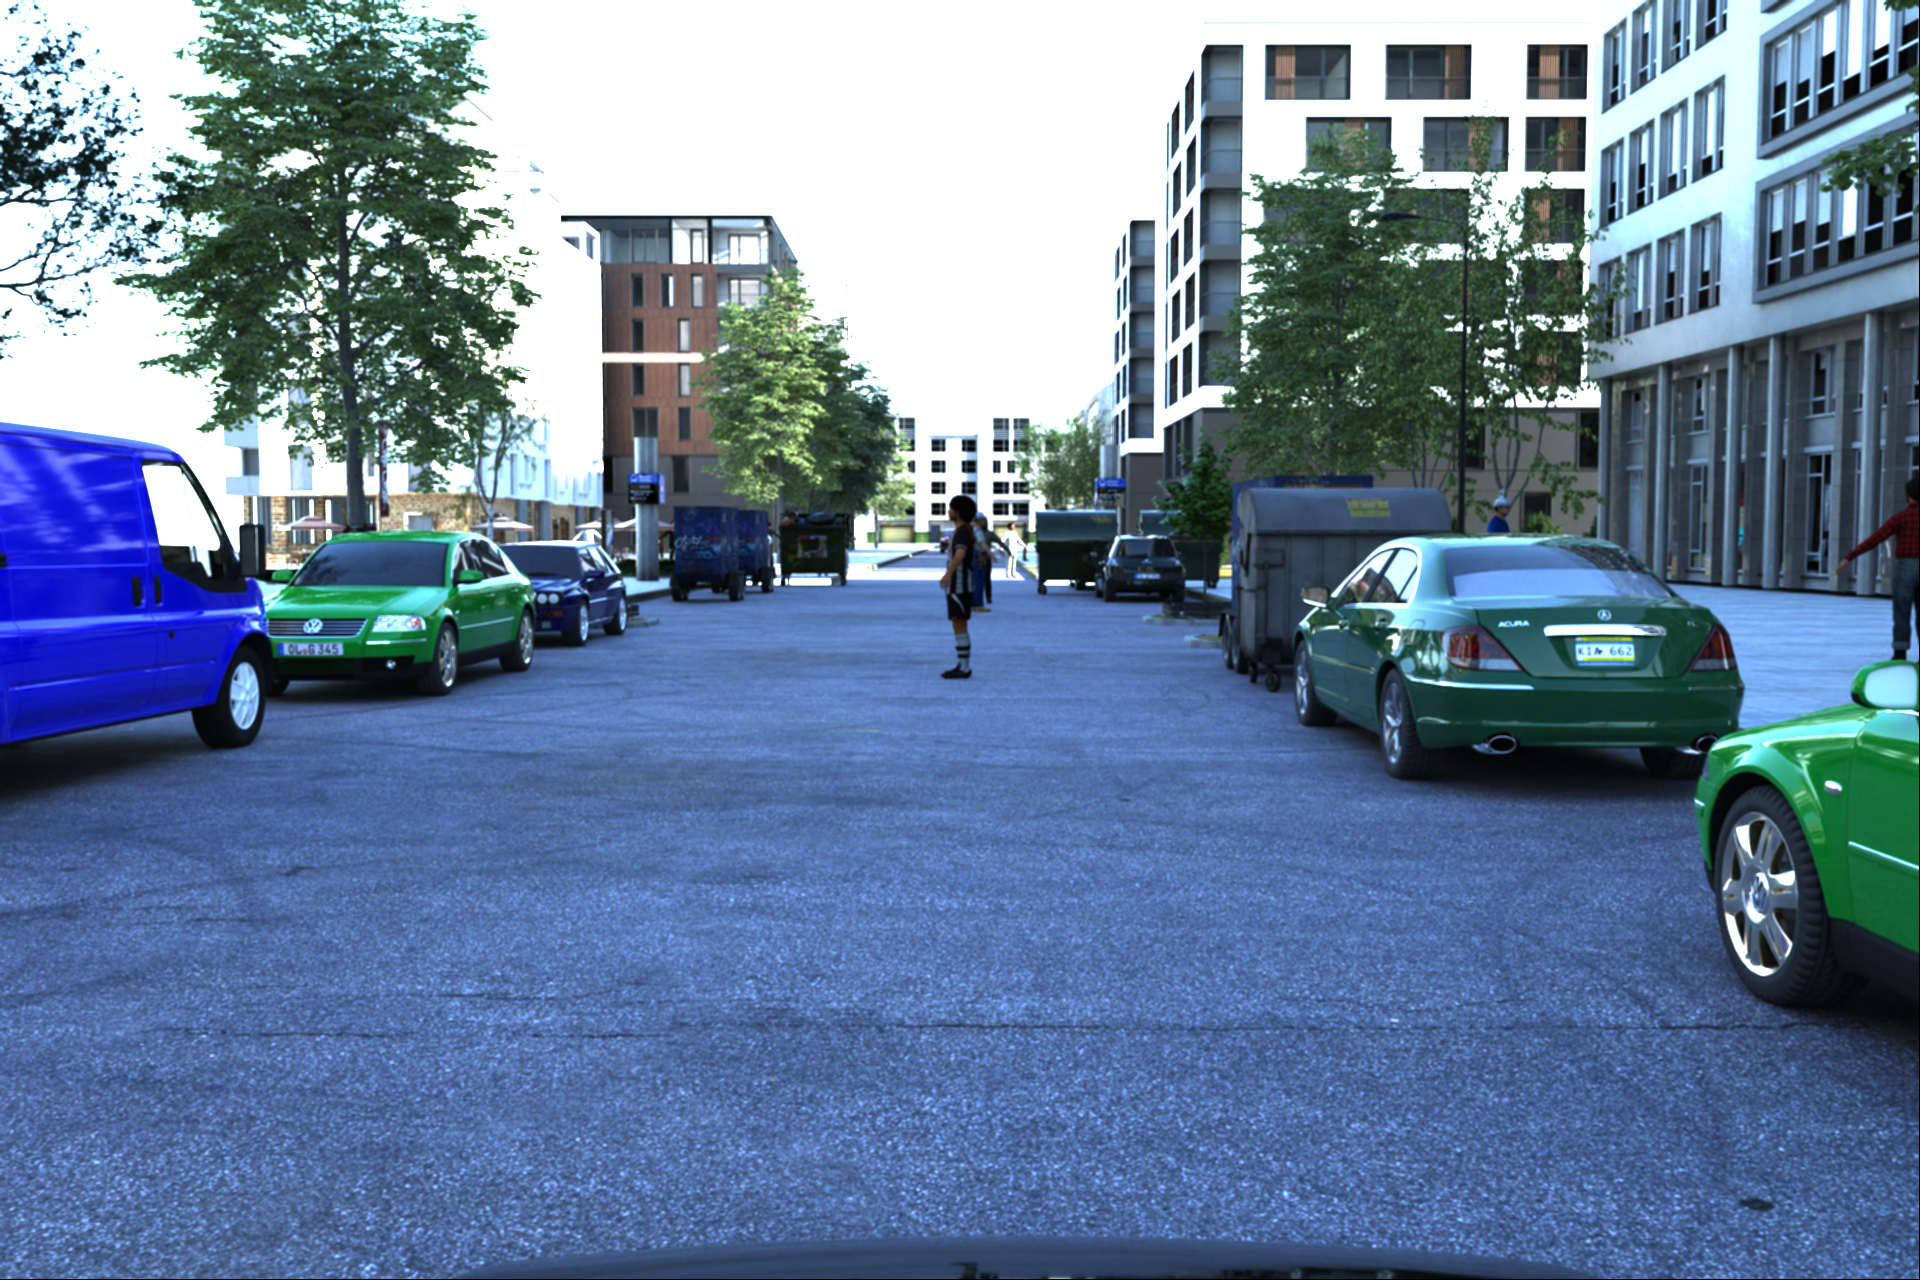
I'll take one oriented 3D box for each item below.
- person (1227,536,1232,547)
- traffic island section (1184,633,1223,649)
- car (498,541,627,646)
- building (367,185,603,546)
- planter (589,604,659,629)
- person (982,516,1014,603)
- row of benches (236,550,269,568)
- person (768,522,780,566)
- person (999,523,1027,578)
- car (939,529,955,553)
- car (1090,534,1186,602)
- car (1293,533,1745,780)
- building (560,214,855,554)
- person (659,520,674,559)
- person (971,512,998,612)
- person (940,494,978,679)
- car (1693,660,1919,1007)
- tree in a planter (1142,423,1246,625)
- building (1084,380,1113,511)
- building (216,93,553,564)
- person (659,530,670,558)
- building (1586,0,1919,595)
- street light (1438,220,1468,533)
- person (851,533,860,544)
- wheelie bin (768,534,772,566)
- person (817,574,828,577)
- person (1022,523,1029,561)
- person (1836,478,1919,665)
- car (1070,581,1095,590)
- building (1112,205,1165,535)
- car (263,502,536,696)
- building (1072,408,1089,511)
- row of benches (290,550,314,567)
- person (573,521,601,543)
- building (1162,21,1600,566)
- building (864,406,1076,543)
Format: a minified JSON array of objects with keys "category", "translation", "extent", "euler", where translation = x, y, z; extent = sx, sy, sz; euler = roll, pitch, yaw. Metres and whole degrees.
[{"category":"person","translation":[8.055,-2.589,48.516],"extent":[1.348,1.807,0.705],"euler":[-1,4,-17]},{"category":"traffic island section","translation":[3.942,0.022,22.509],"extent":[1.991,0.108,1.994],"euler":[0,4,1]},{"category":"car","translation":[-5.649,-0.658,23.333],"extent":[1.945,1.354,3.894],"euler":[0,4,0]},{"category":"building","translation":[-27.484,-14.614,95.360],"extent":[16.016,20.090,11.380],"euler":[0,4,1]},{"category":"planter","translation":[-5.794,-0.365,27.105],"extent":[1.991,0.319,1.994],"euler":[0,4,1]},{"category":"person","translation":[0.470,-1.672,35.930],"extent":[1.348,1.813,0.705],"euler":[1,4,14]},{"category":"row of benches","translation":[-27.985,-3.129,66.626],"extent":[4.104,0.672,1.422],"euler":[3,5,39]},{"category":"person","translation":[-7.243,-3.584,65.314],"extent":[1.216,1.740,0.721],"euler":[-1,4,-19]},{"category":"person","translation":[1.690,-2.939,56.696],"extent":[0.705,1.806,1.347],"euler":[3,5,43]},{"category":"car","translation":[-0.467,-7.516,131.560],"extent":[2.281,1.827,5.304],"euler":[0,4,0]},{"category":"car","translation":[3.894,-1.719,37.895],"extent":[2.009,1.686,4.222],"euler":[0,4,0]},{"category":"car","translation":[3.449,0.016,11.537],"extent":[2.131,1.459,4.920],"euler":[0,4,0]},{"category":"building","translation":[-22.586,-17.331,127.334],"extent":[27.936,21.610,32.646],"euler":[0,4,0]},{"category":"person","translation":[-10.666,-3.579,64.705],"extent":[1.347,1.806,0.705],"euler":[-1,4,-20]},{"category":"person","translation":[0.375,-1.453,32.069],"extent":[0.705,1.847,1.347],"euler":[-1,4,-18]},{"category":"person","translation":[-0.023,-0.532,17.299],"extent":[0.704,1.843,1.345],"euler":[0,4,5]},{"category":"car","translation":[3.315,0.299,3.901],"extent":[1.959,1.807,4.718],"euler":[0,4,0]},{"category":"tree in a planter","translation":[3.980,-1.885,28.038],"extent":[1.991,3.239,1.994],"euler":[0,4,1]},{"category":"building","translation":[24.249,-22.358,196.482],"extent":[19.493,23.208,18.063],"euler":[0,4,1]},{"category":"building","translation":[-26.035,-13.423,75.888],"extent":[16.016,20.090,11.380],"euler":[0,4,1]},{"category":"person","translation":[-15.367,-5.057,88.448],"extent":[1.354,1.858,0.705],"euler":[1,4,11]},{"category":"building","translation":[26.275,-13.456,27.605],"extent":[19.016,26.051,41.698],"euler":[0,4,1]},{"category":"street light","translation":[7.832,-3.214,25.092],"extent":[1.470,5.913,1.316],"euler":[0,4,0]},{"category":"person","translation":[-4.370,-3.593,64.520],"extent":[1.354,1.856,0.705],"euler":[-2,4,-26]},{"category":"wheelie bin","translation":[-6.293,-2.848,54.467],"extent":[0.693,1.594,0.980],"euler":[0,4,1]},{"category":"person","translation":[-4.157,-2.633,52.321],"extent":[0.991,1.433,0.599],"euler":[-1,4,-16]},{"category":"person","translation":[3.140,-4.678,82.755],"extent":[0.705,1.796,1.348],"euler":[0,4,6]},{"category":"person","translation":[9.075,-0.636,16.502],"extent":[1.345,1.816,0.704],"euler":[0,4,3]},{"category":"car","translation":[3.882,-2.028,45.520],"extent":[2.083,1.381,4.827],"euler":[0,4,1]},{"category":"building","translation":[24.689,-17.136,124.141],"extent":[27.936,21.610,32.646],"euler":[0,4,1]},{"category":"car","translation":[-5.408,-0.485,16.733],"extent":[1.959,1.807,4.718],"euler":[0,3,0]},{"category":"building","translation":[24.428,-23.828,220.508],"extent":[19.493,23.208,18.063],"euler":[0,4,0]},{"category":"row of benches","translation":[-24.055,-3.194,67.692],"extent":[4.104,0.672,1.422],"euler":[0,4,5]},{"category":"person","translation":[-15.372,-4.004,71.648],"extent":[1.347,1.806,0.705],"euler":[-1,4,-12]},{"category":"building","translation":[23.750,-14.785,85.715],"extent":[27.936,21.610,32.646],"euler":[0,4,0]},{"category":"building","translation":[2.244,-23.100,246.605],"extent":[31.486,18.905,16.747],"euler":[0,4,-4]}]
